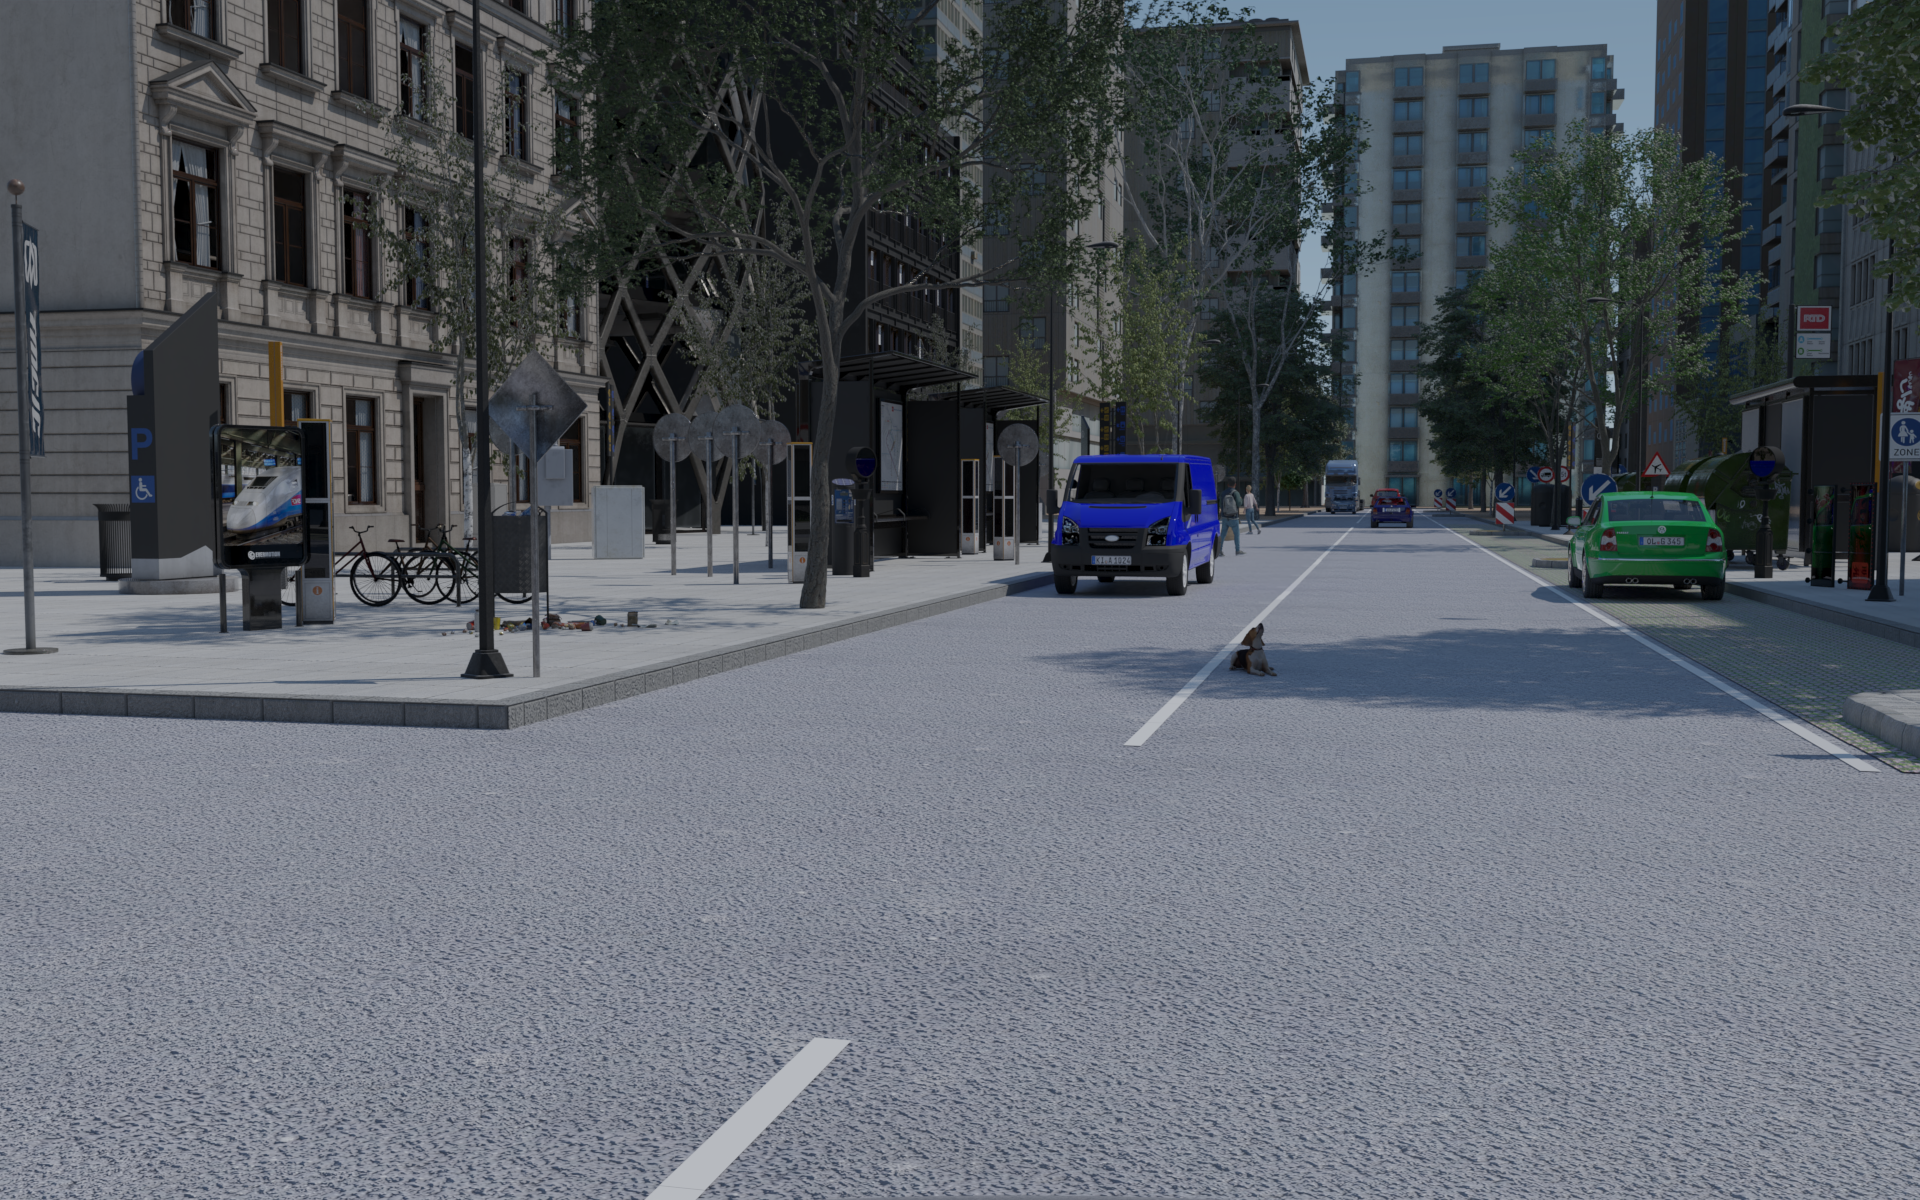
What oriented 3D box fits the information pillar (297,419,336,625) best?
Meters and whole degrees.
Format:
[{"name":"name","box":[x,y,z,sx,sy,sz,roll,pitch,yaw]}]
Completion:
[{"name":"information pillar","box":[-6.339,-0.770,17.076,0.304,2.012,0.304,-1,4,-16]}]

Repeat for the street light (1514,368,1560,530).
[{"name":"street light","box":[20.635,-5.442,61.511,1.470,5.913,1.316,1,4,14]}]

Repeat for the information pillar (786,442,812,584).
[{"name":"information pillar","box":[-2.295,-1.242,24.794,0.304,2.012,0.304,-1,4,-19]}]

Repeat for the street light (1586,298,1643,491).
[{"name":"street light","box":[15.497,-4.186,40.978,1.470,5.913,1.316,1,4,14]}]

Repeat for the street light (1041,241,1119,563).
[{"name":"street light","box":[2.225,-3.643,32.106,1.470,5.913,1.316,1,4,14]}]

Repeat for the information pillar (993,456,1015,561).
[{"name":"information pillar","box":[0.846,-1.763,33.309,0.304,2.012,0.304,-3,5,-40]}]

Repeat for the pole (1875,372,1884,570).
[{"name":"pole","box":[15.440,-2.154,29.062,0.158,3.312,0.155,0,3,0]}]

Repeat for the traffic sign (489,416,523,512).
[{"name":"traffic sign","box":[-5.821,-1.373,22.547,0.768,2.556,0.104,1,4,19]}]

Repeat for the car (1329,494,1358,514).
[{"name":"car","box":[27.699,-6.912,125.008,2.014,1.417,4.499,1,4,14]}]

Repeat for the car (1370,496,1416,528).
[{"name":"car","box":[18.473,-3.755,73.968,1.945,1.354,3.894,1,4,15]}]

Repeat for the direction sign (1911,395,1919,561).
[{"name":"direction sign","box":[18.433,-2.511,33.054,0.379,3.537,0.876,-3,5,-39]}]

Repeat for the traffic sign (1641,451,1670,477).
[{"name":"traffic sign","box":[21.244,-3.232,52.854,0.884,2.594,0.081,1,4,22]}]

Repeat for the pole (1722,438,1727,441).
[{"name":"pole","box":[27.697,-4.219,62.818,0.158,3.312,0.155,0,3,0]}]

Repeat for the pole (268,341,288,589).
[{"name":"pole","box":[-9.160,-1.799,23.264,0.158,3.312,0.155,0,3,0]}]

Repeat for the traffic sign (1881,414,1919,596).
[{"name":"traffic sign","box":[11.884,-1.203,21.792,0.606,2.300,0.079,1,4,22]}]

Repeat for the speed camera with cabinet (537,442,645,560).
[{"name":"speed camera with cabinet","box":[-7.262,-2.426,34.002,2.038,3.252,0.660,-1,4,-17]}]

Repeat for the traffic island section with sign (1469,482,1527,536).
[{"name":"traffic island section with sign","box":[18.677,-3.136,59.900,1.989,1.847,2.006,1,4,14]}]

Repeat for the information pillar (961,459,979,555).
[{"name":"information pillar","box":[0.212,-1.964,36.605,0.304,2.012,0.304,1,4,18]}]

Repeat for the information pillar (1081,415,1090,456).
[{"name":"information pillar","box":[3.709,-3.671,51.374,0.183,3.616,0.504,-1,4,-21]}]

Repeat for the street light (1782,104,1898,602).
[{"name":"street light","box":[10.509,-2.946,20.714,1.470,5.913,1.316,1,4,14]}]

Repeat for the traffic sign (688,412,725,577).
[{"name":"traffic sign","box":[-3.873,-1.630,26.763,0.768,2.556,0.104,1,4,18]}]

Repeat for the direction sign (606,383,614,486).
[{"name":"direction sign","box":[-7.200,-2.676,35.746,0.379,3.537,0.876,0,4,-4]}]

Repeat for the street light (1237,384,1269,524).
[{"name":"street light","box":[12.337,-6.164,73.318,1.470,5.913,1.316,1,4,14]}]

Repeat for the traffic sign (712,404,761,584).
[{"name":"traffic sign","box":[-3.195,-1.501,24.641,0.768,2.556,0.104,1,4,20]}]

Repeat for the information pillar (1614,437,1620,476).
[{"name":"information pillar","box":[27.085,-4.907,71.582,0.183,3.616,0.504,0,4,-6]}]

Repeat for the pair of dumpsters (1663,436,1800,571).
[{"name":"pair of dumpsters","box":[13.789,-1.750,31.104,1.574,2.255,4.437,1,4,14]}]

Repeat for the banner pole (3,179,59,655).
[{"name":"banner pole","box":[-7.561,-1.473,14.098,0.401,3.779,0.863,-1,4,-14]}]

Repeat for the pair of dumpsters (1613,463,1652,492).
[{"name":"pair of dumpsters","box":[21.725,-3.244,55.526,1.574,2.255,4.437,1,4,14]}]

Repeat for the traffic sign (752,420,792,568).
[{"name":"traffic sign","box":[-3.273,-1.819,29.850,0.768,2.556,0.104,1,4,16]}]

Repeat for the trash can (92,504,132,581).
[{"name":"trash can","box":[-12.444,-0.860,25.710,0.748,1.137,0.748,0,3,0]}]

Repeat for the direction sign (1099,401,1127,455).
[{"name":"direction sign","box":[3.765,-3.101,42.695,0.379,3.537,0.876,-3,5,-42]}]

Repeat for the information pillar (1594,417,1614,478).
[{"name":"information pillar","box":[19.655,-3.777,53.104,0.504,3.616,0.183,-1,4,-10]}]

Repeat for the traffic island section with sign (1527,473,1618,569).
[{"name":"traffic island section with sign","box":[12.233,-1.535,33.723,1.989,1.847,2.006,1,4,14]}]

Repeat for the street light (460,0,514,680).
[{"name":"street light","box":[-2.794,-2.403,11.837,1.470,5.913,1.316,1,4,14]}]

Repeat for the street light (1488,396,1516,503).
[{"name":"street light","box":[25.615,-6.682,81.791,1.470,5.913,1.316,1,4,14]}]

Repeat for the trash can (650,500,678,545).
[{"name":"trash can","box":[-7.543,-1.989,44.170,0.748,1.137,0.748,0,3,0]}]

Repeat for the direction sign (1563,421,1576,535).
[{"name":"direction sign","box":[19.150,-3.813,54.335,0.379,3.537,0.876,2,4,34]}]

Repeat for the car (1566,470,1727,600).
[{"name":"car","box":[9.760,-0.979,24.797,1.959,1.807,4.718,1,4,15]}]

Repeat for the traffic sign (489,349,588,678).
[{"name":"traffic sign","box":[-2.961,-0.515,12.062,0.795,2.450,0.064,1,4,14]}]

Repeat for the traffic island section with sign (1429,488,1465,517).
[{"name":"traffic island section with sign","box":[30.833,-6.157,109.287,1.989,1.847,2.006,1,4,14]}]

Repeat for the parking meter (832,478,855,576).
[{"name":"parking meter","box":[-1.840,-1.161,27.388,0.372,1.533,0.369,0,3,0]}]

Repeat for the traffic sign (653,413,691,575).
[{"name":"traffic sign","box":[-4.525,-1.663,27.300,0.768,2.556,0.104,1,4,22]}]

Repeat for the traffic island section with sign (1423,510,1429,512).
[{"name":"traffic island section with sign","box":[37.337,-7.774,135.735,1.989,1.847,2.006,1,4,14]}]

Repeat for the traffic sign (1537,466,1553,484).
[{"name":"traffic sign","box":[26.876,-4.854,79.472,0.768,2.556,0.104,1,4,20]}]

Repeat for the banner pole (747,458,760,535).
[{"name":"banner pole","box":[-6.430,-3.916,54.041,0.401,3.779,0.863,0,4,2]}]

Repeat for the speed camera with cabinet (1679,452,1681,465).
[{"name":"speed camera with cabinet","box":[32.894,-5.268,80.462,2.038,3.252,0.660,-1,4,-10]}]

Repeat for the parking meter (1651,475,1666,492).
[{"name":"parking meter","box":[20.973,-2.834,52.053,0.255,1.863,0.399,-1,4,-23]}]

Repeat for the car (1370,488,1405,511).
[{"name":"car","box":[28.658,-6.577,116.212,2.281,1.827,5.304,1,4,14]}]

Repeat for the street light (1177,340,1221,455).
[{"name":"street light","box":[7.147,-4.883,52.386,1.470,5.913,1.316,1,4,14]}]

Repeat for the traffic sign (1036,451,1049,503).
[{"name":"traffic sign","box":[2.335,-3.156,51.703,0.768,2.556,0.104,1,4,14]}]

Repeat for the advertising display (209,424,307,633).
[{"name":"advertising display","box":[-6.599,-0.680,16.333,0.123,1.923,0.974,2,4,29]}]

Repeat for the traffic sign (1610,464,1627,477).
[{"name":"traffic sign","box":[28.157,-4.531,74.193,0.768,2.556,0.104,1,4,20]}]

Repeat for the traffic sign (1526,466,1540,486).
[{"name":"traffic sign","box":[26.467,-4.873,79.775,0.768,2.556,0.104,1,4,15]}]

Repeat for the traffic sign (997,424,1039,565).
[{"name":"traffic sign","box":[1.040,-1.914,31.406,0.768,2.556,0.104,1,4,15]}]

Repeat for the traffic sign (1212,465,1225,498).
[{"name":"traffic sign","box":[11.107,-4.586,75.083,0.768,2.556,0.104,1,4,16]}]

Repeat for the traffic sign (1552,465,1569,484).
[{"name":"traffic sign","box":[26.630,-4.688,76.760,0.768,2.556,0.104,2,4,23]}]
